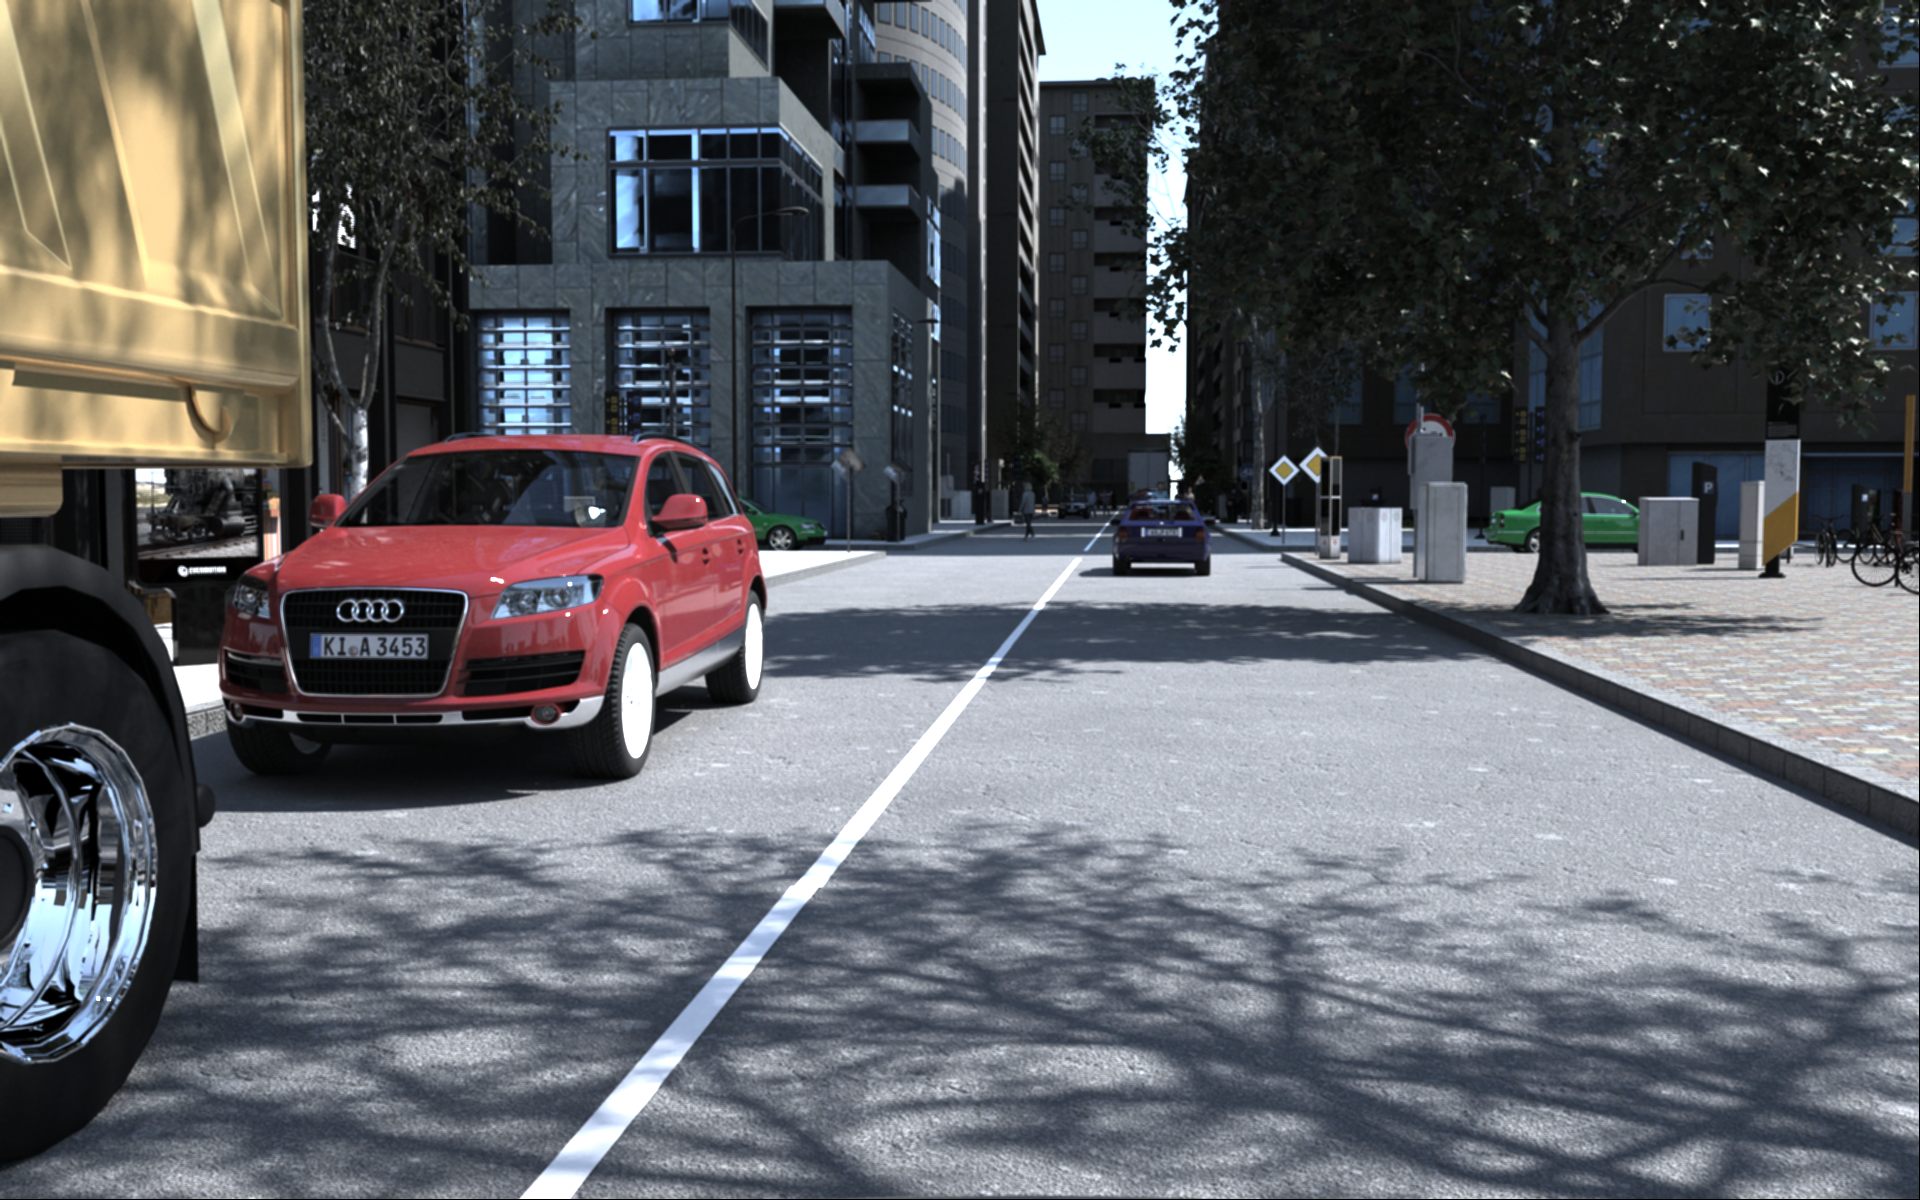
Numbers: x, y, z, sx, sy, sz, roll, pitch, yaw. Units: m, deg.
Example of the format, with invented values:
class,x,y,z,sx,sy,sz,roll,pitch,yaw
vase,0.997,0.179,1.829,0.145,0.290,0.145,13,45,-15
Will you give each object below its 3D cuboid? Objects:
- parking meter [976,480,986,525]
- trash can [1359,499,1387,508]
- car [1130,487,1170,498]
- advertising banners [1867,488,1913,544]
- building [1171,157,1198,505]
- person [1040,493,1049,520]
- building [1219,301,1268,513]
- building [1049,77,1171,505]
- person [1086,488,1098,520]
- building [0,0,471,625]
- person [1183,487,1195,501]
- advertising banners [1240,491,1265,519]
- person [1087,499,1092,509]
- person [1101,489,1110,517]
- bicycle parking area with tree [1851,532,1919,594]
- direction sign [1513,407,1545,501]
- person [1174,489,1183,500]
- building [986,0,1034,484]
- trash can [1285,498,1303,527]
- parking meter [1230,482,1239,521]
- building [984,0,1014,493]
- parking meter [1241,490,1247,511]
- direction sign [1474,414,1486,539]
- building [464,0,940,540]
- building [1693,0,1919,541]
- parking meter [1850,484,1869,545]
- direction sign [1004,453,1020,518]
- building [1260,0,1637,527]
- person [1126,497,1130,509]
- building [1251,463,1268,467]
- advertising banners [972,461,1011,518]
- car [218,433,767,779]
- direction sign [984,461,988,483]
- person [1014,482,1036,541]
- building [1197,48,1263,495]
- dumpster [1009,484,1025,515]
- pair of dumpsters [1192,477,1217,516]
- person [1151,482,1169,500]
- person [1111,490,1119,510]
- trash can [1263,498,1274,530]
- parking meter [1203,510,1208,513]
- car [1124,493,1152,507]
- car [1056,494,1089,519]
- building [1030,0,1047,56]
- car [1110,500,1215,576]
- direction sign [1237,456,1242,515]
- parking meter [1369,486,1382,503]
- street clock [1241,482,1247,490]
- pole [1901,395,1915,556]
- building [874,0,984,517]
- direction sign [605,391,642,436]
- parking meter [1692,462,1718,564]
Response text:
class,x,y,z,sx,sy,sz,roll,pitch,yaw
parking meter,0.852,-4.056,72.023,0.399,1.863,0.255,0,4,-6
trash can,11.205,-2.164,47.036,0.748,1.137,0.748,0,3,0
car,10.937,-5.551,99.425,2.281,1.827,5.304,0,4,5
advertising banners,24.118,-2.946,44.363,0.090,3.025,2.074,-3,5,-41
building,40.565,-34.200,213.793,28.867,44.769,22.147,0,4,6
person,4.742,-5.269,97.243,0.523,1.515,0.503,2,4,29
building,34.580,-17.586,132.572,27.650,21.520,28.899,0,4,6
building,12.948,-38.616,220.613,27.495,52.752,28.713,0,4,6
person,7.281,-5.309,95.569,0.793,1.790,0.793,-1,4,-19
building,-13.783,-11.430,16.564,12.332,23.373,15.834,0,4,6
person,10.925,-4.548,83.221,0.716,1.782,0.532,-1,4,-10
advertising banners,15.103,-5.573,87.302,2.074,3.025,0.090,2,4,31
person,8.876,-6.743,119.313,0.480,1.755,0.524,-2,4,-28
person,9.239,-6.156,109.743,0.643,1.750,0.593,0,4,2
bicycle parking area with tree,15.740,-2.020,20.027,9.016,4.147,8.231,1,4,20
direction sign,14.790,-3.237,44.922,0.876,3.537,0.379,0,4,5
person,13.246,-5.849,104.969,0.563,1.720,0.643,1,4,16
building,-4.806,-32.312,152.004,21.300,48.544,21.600,0,4,6
trash can,12.848,-3.369,66.742,0.748,1.137,0.748,0,3,0
parking meter,12.868,-4.618,81.221,0.399,1.863,0.255,1,4,15
building,-6.379,-42.327,130.299,20.563,71.187,20.611,0,4,6
parking meter,16.365,-5.574,99.541,0.372,1.533,0.369,0,3,0
direction sign,14.922,-3.518,49.513,0.379,3.537,0.876,0,4,7
building,-11.559,-45.828,61.957,22.319,86.520,31.000,0,4,6
building,25.874,-24.616,52.582,14.200,45.320,14.600,0,4,6
parking meter,22.904,-2.184,44.111,0.372,1.533,0.369,0,3,0
direction sign,2.827,-6.284,94.746,0.876,3.537,0.379,-1,4,-10
building,20.233,-25.825,72.346,14.600,45.320,14.200,0,4,6
person,16.042,-9.331,164.301,0.697,1.427,0.421,-3,5,-41
building,29.916,-29.485,101.693,23.786,49.044,30.456,0,4,6
advertising banners,1.638,-5.802,91.055,2.074,3.025,0.090,0,4,-4
car,-2.510,-0.110,10.468,2.281,1.827,5.304,0,4,4
direction sign,1.554,-7.684,117.634,0.876,3.537,0.379,-2,4,-35
person,2.025,-2.685,52.577,0.709,1.800,0.728,-3,5,-41
building,35.712,-33.964,179.006,21.300,48.544,21.600,0,4,6
dumpster,3.398,-5.720,99.282,1.264,1.857,1.865,0,4,6
pair of dumpsters,14.549,-6.105,102.309,1.574,2.255,4.437,0,4,6
person,6.457,-2.894,55.840,0.660,1.820,0.620,-1,4,-14
person,13.841,-8.996,155.545,0.705,1.831,1.348,-2,4,-25
trash can,10.925,-3.101,62.348,0.748,1.137,0.748,0,3,0
parking meter,16.464,-6.589,116.143,0.372,1.533,0.369,0,3,0
car,8.260,-4.085,75.829,2.155,1.783,4.494,0,4,7
car,6.628,-5.570,100.853,2.009,1.686,4.222,0,4,6
building,-5.504,-36.129,179.939,27.495,52.752,28.713,0,4,6
car,3.717,-1.175,31.800,1.945,1.354,3.894,0,4,7
direction sign,16.787,-6.853,104.037,0.379,3.537,0.876,2,4,23
parking meter,12.700,-2.726,52.989,0.372,1.533,0.369,0,3,0
street clock,16.552,-5.873,100.590,0.358,2.002,0.471,-3,5,-39
pole,19.621,-2.569,35.844,0.158,3.312,0.155,0,3,0
building,-10.225,-34.153,100.400,21.231,58.520,28.212,0,4,6
direction sign,-7.412,-2.825,38.186,0.876,3.537,0.379,1,4,16
parking meter,13.593,-1.586,31.641,0.399,1.863,0.255,-1,4,-12
